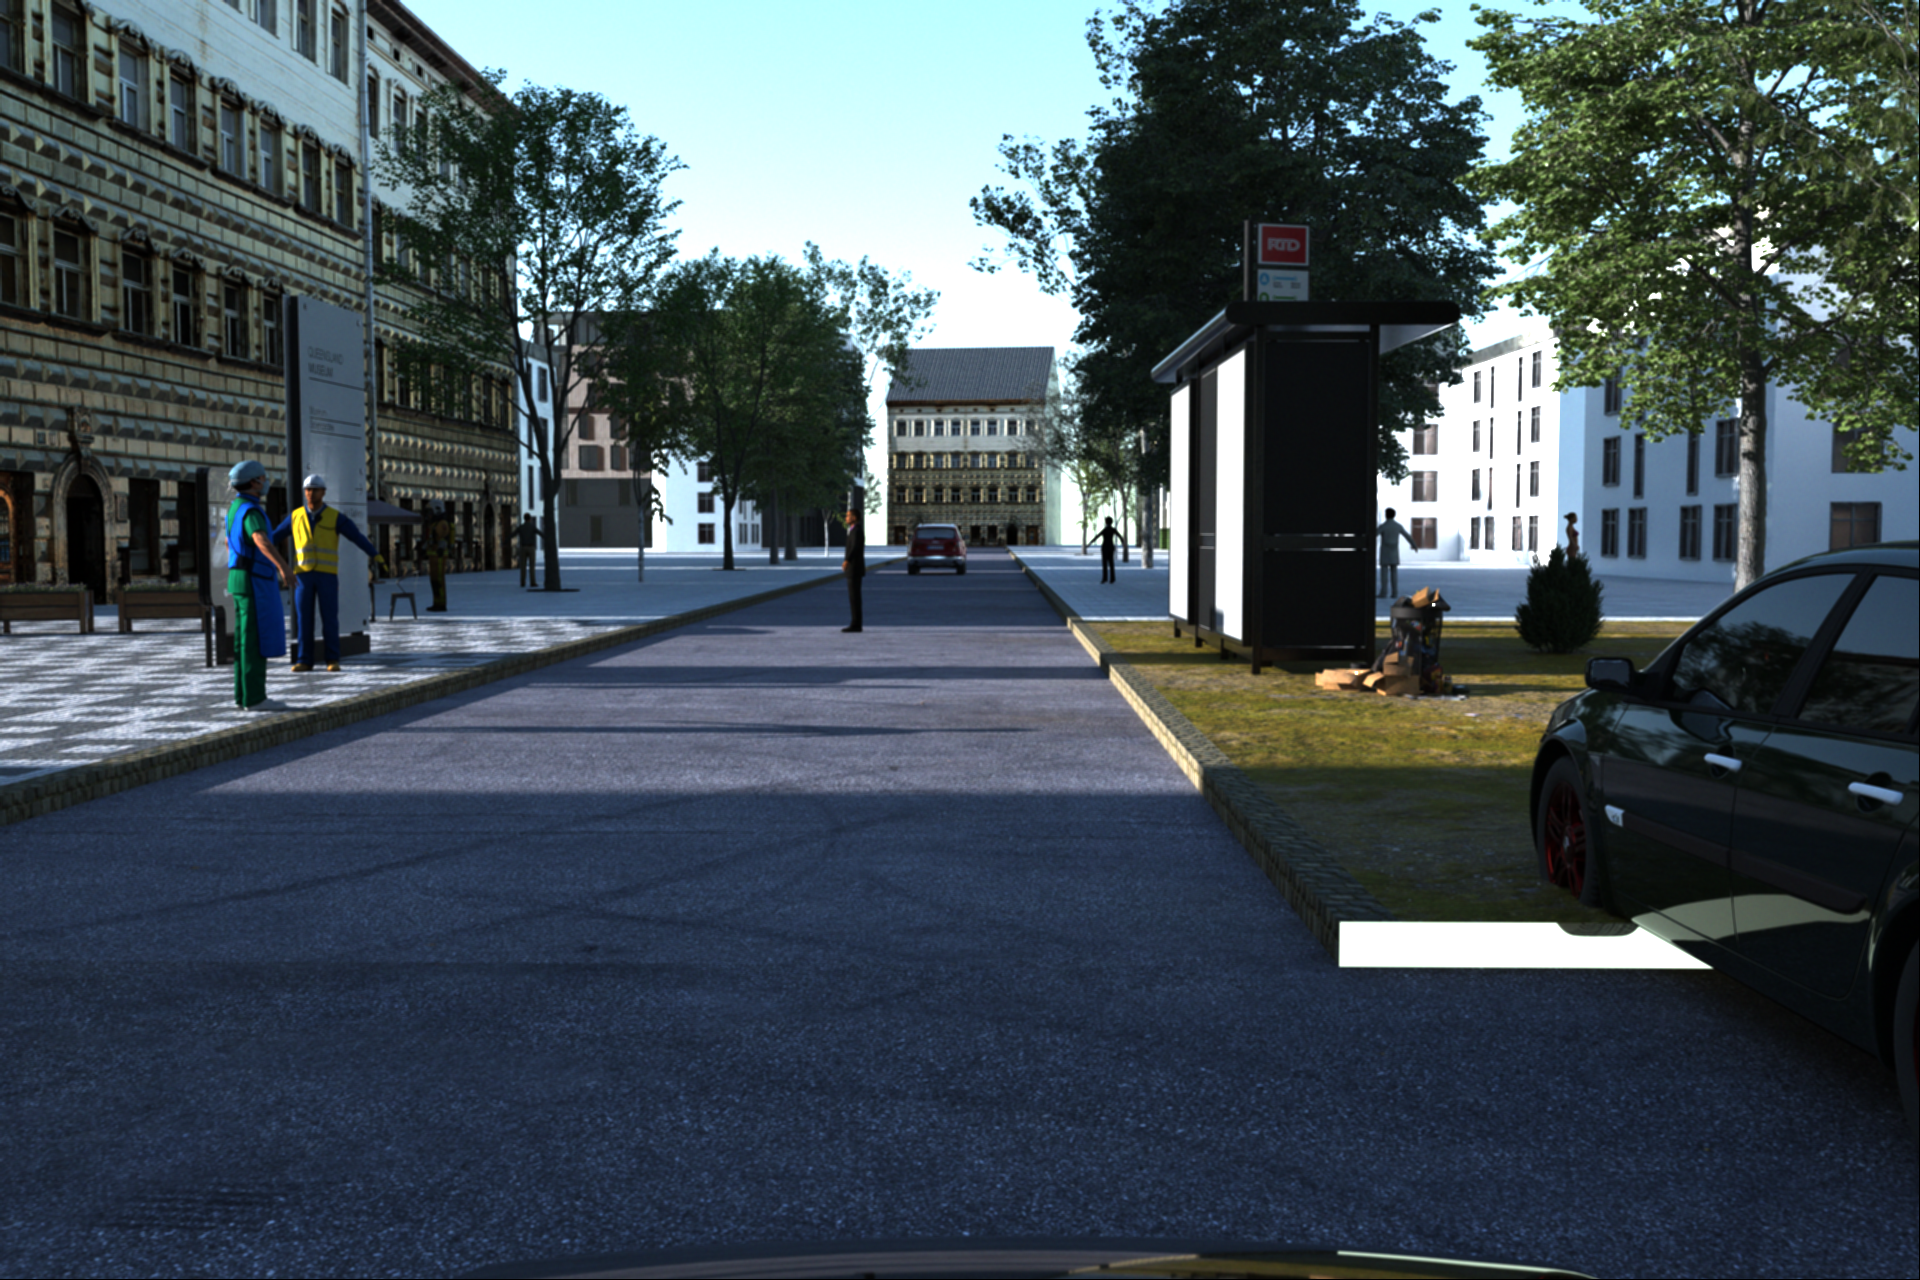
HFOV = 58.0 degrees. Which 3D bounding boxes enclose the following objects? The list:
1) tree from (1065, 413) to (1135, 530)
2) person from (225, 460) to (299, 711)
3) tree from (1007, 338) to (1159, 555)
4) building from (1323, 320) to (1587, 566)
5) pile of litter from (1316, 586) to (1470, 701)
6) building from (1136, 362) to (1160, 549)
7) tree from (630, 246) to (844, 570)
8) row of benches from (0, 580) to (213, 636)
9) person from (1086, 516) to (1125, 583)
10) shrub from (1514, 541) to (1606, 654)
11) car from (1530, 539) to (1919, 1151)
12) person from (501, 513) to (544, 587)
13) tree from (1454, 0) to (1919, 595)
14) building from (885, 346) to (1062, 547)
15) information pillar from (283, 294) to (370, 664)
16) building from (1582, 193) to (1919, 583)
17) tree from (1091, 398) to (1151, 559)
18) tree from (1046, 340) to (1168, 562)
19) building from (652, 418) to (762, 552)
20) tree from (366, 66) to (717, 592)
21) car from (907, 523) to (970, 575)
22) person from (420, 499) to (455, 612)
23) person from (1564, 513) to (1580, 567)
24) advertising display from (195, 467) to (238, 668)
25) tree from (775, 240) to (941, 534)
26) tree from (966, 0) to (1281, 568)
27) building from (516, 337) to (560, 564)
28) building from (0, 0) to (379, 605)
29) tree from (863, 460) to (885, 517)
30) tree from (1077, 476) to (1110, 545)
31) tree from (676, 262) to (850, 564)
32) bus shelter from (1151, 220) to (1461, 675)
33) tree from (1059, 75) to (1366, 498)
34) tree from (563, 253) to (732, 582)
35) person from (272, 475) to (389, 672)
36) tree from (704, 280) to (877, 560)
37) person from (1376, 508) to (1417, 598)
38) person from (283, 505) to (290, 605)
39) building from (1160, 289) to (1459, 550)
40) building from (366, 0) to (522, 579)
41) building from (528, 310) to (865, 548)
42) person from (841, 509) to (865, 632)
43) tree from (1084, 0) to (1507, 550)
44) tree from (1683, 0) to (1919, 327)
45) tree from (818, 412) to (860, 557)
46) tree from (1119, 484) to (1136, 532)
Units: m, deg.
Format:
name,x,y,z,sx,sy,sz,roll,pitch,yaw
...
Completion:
name,x,y,z,sx,sy,sz,roll,pitch,yaw
tree,7.955,-8.855,95.136,4.737,8.622,4.395,0,3,0
person,-5.137,-0.399,12.644,0.704,1.817,1.347,-3,4,-37
tree,7.652,-11.917,105.215,12.009,13.543,11.850,0,3,0
building,24.413,-8.559,82.091,9.099,9.664,28.070,0,4,1
pile of litter,3.526,-0.012,14.157,1.176,0.858,1.719,0,4,2
building,26.351,-20.109,159.718,19.493,23.208,18.063,0,4,1
tree,-8.142,-8.299,61.448,9.928,11.665,9.643,0,3,0
row of benches,-11.706,-0.419,22.319,4.104,0.672,1.422,-1,4,-18
person,3.807,-2.342,45.015,1.216,1.740,0.721,-2,4,-32
shrub,6.476,-0.465,18.715,1.383,1.207,1.383,0,3,0
car,2.975,0.296,4.948,2.009,1.686,4.222,0,4,1
person,-10.527,-2.198,42.206,1.348,1.796,0.705,0,4,0
tree,9.924,-6.375,22.350,7.486,12.596,7.792,0,3,0
building,2.038,-22.583,202.623,18.063,23.208,19.493,1,4,9
information pillar,-6.501,-1.622,17.828,0.184,3.620,1.656,0,4,2
building,24.520,-6.144,42.596,9.099,9.664,28.070,0,4,1
tree,7.722,-8.386,87.466,4.360,8.622,3.978,0,3,0
tree,7.687,-8.809,78.446,8.767,10.594,7.601,2,4,27
building,-20.334,-12.036,138.944,9.099,9.664,28.070,0,4,1
tree,-9.163,-6.897,38.516,9.928,11.665,9.643,0,3,0
car,-0.803,-3.296,62.569,2.281,1.827,5.304,0,4,1
person,-8.690,-1.403,28.710,0.705,1.858,1.354,-2,4,-29
person,12.916,-1.807,36.344,0.721,1.733,1.217,1,4,21
advertising display,-7.205,-0.723,17.033,0.123,1.923,0.974,0,4,3
tree,-7.458,-15.641,111.620,12.611,20.169,13.585,0,3,0
tree,5.825,-12.692,63.397,12.611,20.169,13.585,0,3,0
building,-23.197,-8.488,80.919,9.099,9.664,28.070,0,4,1
building,-24.566,-12.511,35.476,19.493,23.208,18.063,0,4,1
tree,-11.993,-16.129,198.123,7.601,10.594,8.767,0,4,5
tree,16.118,-15.431,202.663,4.360,8.622,3.978,0,3,0
tree,-8.228,-9.457,72.756,7.486,12.596,7.792,0,3,0
bus shelter,3.453,-2.585,19.903,2.179,5.291,8.768,0,3,0
tree,7.221,-8.630,47.758,9.857,13.997,8.962,0,3,0
tree,-8.309,-5.866,46.270,4.737,8.622,4.395,0,3,0
person,-6.017,-0.625,16.180,1.349,1.833,0.705,0,4,-7
tree,-8.256,-10.872,84.415,9.857,13.997,8.962,0,3,0
person,8.614,-1.750,34.806,1.347,1.806,0.705,-1,4,-14
person,-12.103,-1.555,31.575,0.704,1.843,1.345,0,4,-5
building,24.846,-16.118,129.979,16.747,18.905,31.486,0,4,2
building,-25.537,-13.643,53.993,19.493,23.208,18.063,0,4,1
building,-24.983,-20.232,174.760,27.936,21.610,32.646,0,4,2
person,-1.573,-1.022,25.387,0.704,1.802,1.346,0,4,0
tree,7.003,-7.913,36.027,9.857,13.997,8.962,0,3,0
tree,8.165,-3.800,12.497,4.360,8.622,3.978,0,3,0
tree,-7.508,-8.998,97.479,4.737,8.622,4.395,0,3,0
tree,20.985,-15.314,200.746,4.360,8.622,3.978,0,3,0
